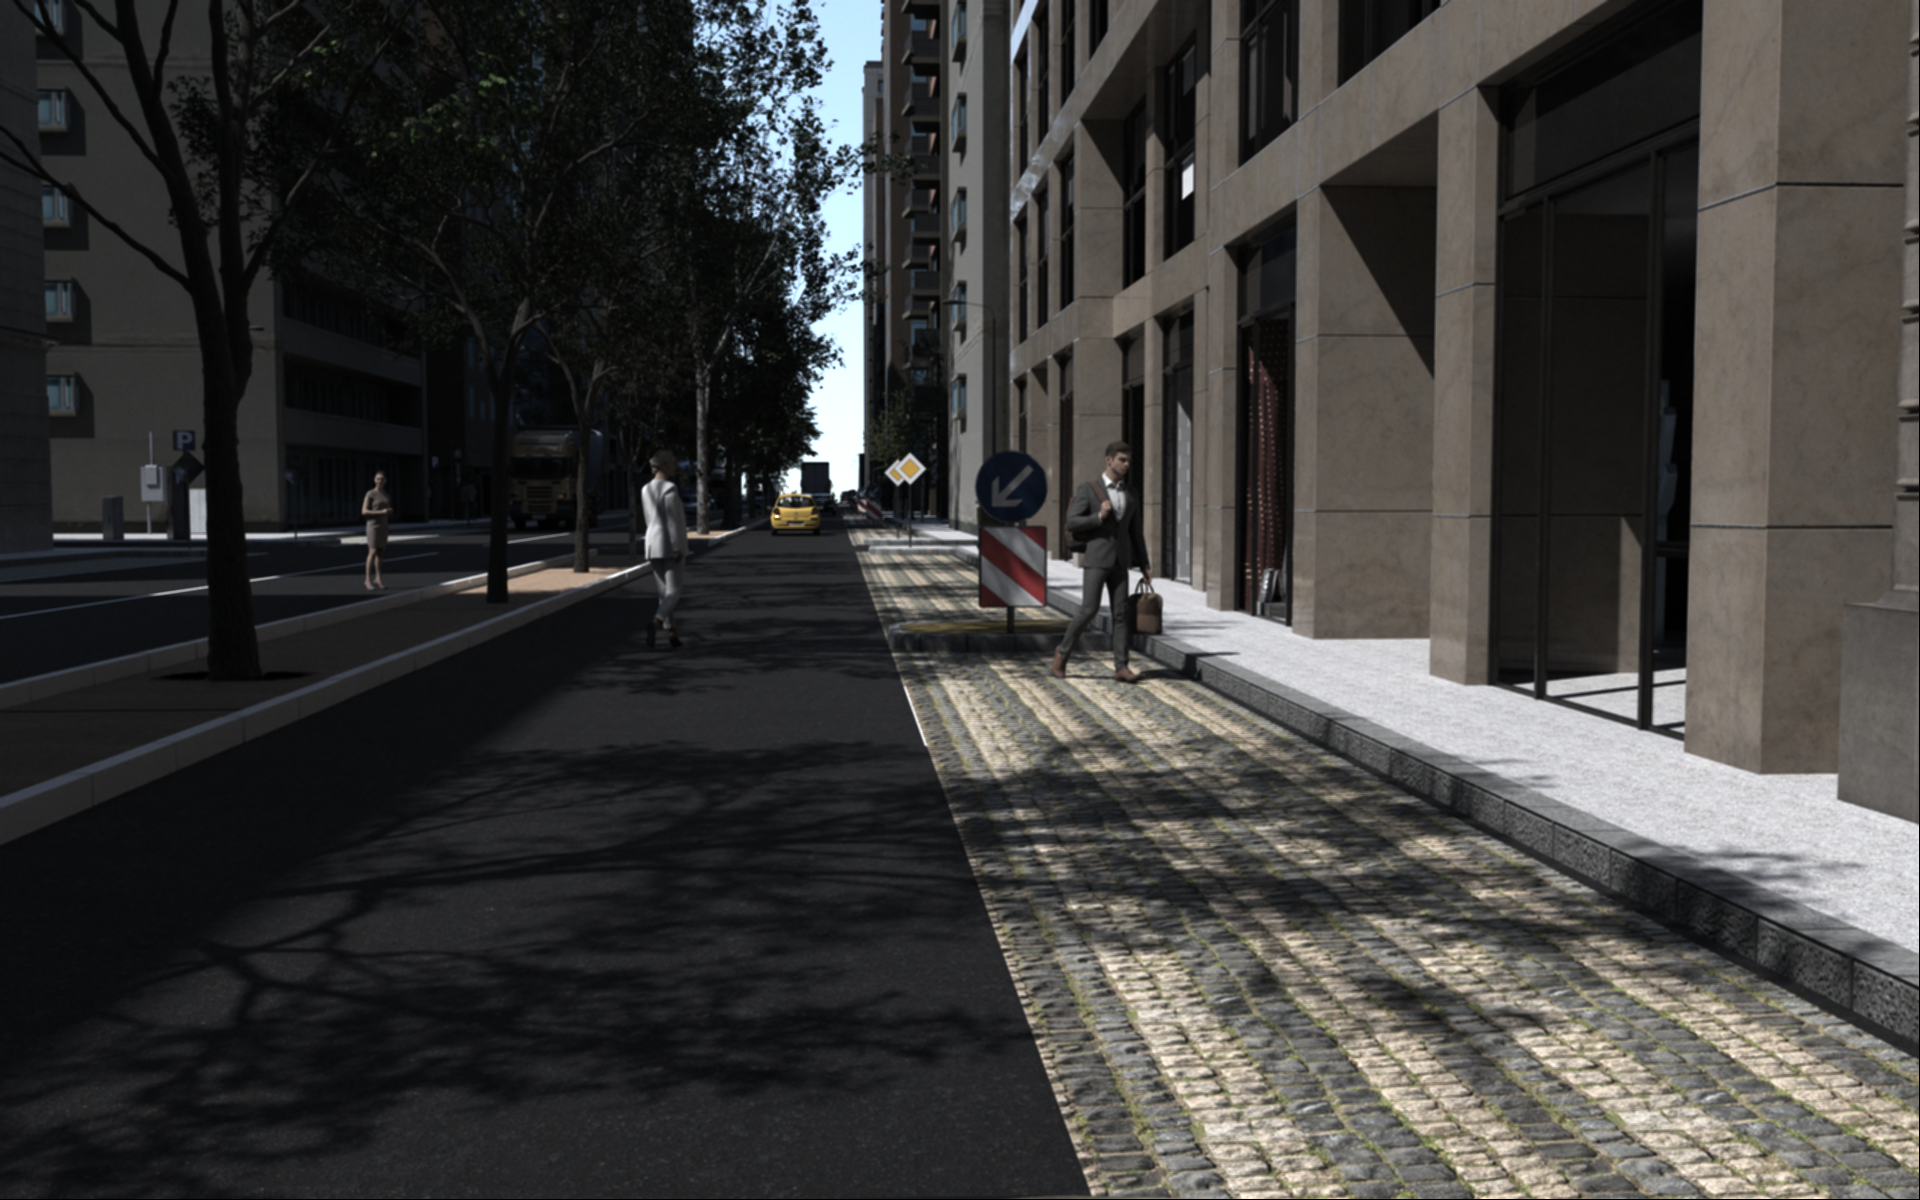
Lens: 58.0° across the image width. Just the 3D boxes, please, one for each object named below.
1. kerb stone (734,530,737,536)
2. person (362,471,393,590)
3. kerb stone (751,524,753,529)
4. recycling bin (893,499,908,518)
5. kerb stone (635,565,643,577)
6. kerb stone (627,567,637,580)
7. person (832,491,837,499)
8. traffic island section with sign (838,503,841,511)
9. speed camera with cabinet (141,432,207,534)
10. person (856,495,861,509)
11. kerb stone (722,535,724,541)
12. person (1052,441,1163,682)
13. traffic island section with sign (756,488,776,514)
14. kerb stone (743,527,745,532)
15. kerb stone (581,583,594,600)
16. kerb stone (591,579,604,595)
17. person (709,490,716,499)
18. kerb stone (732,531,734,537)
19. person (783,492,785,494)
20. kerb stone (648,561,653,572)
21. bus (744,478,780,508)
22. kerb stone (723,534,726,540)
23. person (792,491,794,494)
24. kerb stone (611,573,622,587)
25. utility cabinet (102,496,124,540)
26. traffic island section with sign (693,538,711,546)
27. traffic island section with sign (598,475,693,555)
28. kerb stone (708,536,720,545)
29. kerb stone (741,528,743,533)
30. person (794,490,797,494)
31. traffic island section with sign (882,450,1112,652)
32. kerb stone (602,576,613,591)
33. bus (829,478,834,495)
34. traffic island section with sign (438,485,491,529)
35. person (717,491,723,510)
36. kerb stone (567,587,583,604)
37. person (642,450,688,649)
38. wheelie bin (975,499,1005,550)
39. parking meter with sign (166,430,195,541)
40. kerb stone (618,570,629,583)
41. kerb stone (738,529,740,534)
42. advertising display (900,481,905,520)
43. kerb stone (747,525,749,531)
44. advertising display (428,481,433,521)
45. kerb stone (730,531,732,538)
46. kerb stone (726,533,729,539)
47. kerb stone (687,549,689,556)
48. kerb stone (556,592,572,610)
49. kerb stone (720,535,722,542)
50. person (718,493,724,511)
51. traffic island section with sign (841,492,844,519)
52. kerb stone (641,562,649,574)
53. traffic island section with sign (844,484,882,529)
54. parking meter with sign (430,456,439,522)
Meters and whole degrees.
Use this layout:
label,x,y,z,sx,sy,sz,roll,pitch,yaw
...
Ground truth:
label,x,y,z,sx,sy,sz,roll,pitch,yaw
kerb stone,-7.669,-2.195,58.084,0.120,0.150,1.000,0,4,-4
person,-8.749,-1.054,26.074,0.374,1.781,0.599,2,4,28
kerb stone,-8.490,-2.884,69.345,0.120,0.150,1.000,0,4,-4
recycling bin,-3.273,-5.050,95.118,0.722,1.027,0.722,-1,4,-13
kerb stone,-5.635,-0.470,29.920,0.120,0.150,1.000,0,4,-4
kerb stone,-5.556,-0.408,28.901,0.120,0.150,1.000,0,4,-4
person,-19.065,-15.435,260.877,0.705,1.823,1.348,3,5,44
traffic island section with sign,-9.328,-8.604,149.297,1.989,1.847,2.006,0,4,-4
speed camera with cabinet,-25.106,-3.744,55.556,2.038,3.252,0.660,0,4,-5
person,-8.950,-8.845,153.667,0.990,1.755,0.434,-2,4,-28
kerb stone,-7.233,-1.815,51.930,0.120,0.150,1.000,0,4,-4
person,1.115,-0.290,13.199,0.622,1.834,0.822,-3,4,-37
traffic island section with sign,-13.509,-7.066,123.672,2.006,1.907,1.989,0,4,-4
kerb stone,-8.042,-2.505,63.203,0.120,0.150,1.000,0,4,-4
kerb stone,-5.191,-0.091,23.785,0.120,0.150,1.000,0,4,-4
kerb stone,-5.266,-0.160,24.810,0.120,0.150,1.000,0,4,-4
person,-24.823,-10.071,172.797,0.705,1.869,1.348,2,4,26
kerb stone,-7.606,-2.132,57.060,0.120,0.150,1.000,0,4,-4
person,-19.919,-11.427,196.256,0.530,1.710,0.541,1,4,12
kerb stone,-5.783,-0.595,31.961,0.120,0.150,1.000,0,4,-4
bus,-20.234,-11.206,178.079,2.948,3.499,13.247,0,4,-2
kerb stone,-7.313,-1.881,52.951,0.120,0.150,1.000,0,4,-4
person,-19.358,-11.640,199.531,0.721,1.743,1.217,3,5,39
kerb stone,-5.407,-0.285,26.849,0.120,0.150,1.000,0,4,-4
utility cabinet,-23.716,-2.282,48.472,0.306,1.237,1.020,-3,5,-41
traffic island section with sign,-8.062,-2.483,48.730,2.006,1.907,1.989,0,4,-4
traffic island section with sign,-7.536,-2.031,41.342,2.006,1.907,1.989,0,4,-4
kerb stone,-7.086,-1.693,49.889,0.120,0.150,1.000,0,4,-4
kerb stone,-7.977,-2.440,62.183,0.120,0.150,1.000,0,4,-4
person,-17.408,-10.770,184.456,0.599,1.838,0.709,0,4,-1
traffic island section with sign,0.310,-0.483,16.520,1.989,1.847,2.006,0,4,-4
kerb stone,-5.341,-0.221,25.829,0.120,0.150,1.000,0,4,-4
bus,-19.273,-15.352,242.549,2.896,3.916,12.252,0,4,-3
traffic island section with sign,-20.201,-3.815,71.002,1.989,1.847,2.006,0,4,-4
person,-21.215,-8.801,153.313,0.541,1.710,0.530,-1,4,-21
kerb stone,-5.119,-0.031,22.765,0.120,0.150,1.000,0,4,-4
person,-2.759,-0.466,15.996,0.514,1.842,0.818,1,4,23
wheelie bin,0.709,-1.886,38.750,0.693,1.594,0.980,0,4,-7
parking meter with sign,-21.771,-3.179,48.237,0.543,3.016,1.738,-3,4,-37
kerb stone,-5.491,-0.347,27.872,0.120,0.150,1.000,0,4,-4
kerb stone,-7.823,-2.316,60.135,0.120,0.150,1.000,0,4,-4
advertising display,-2.866,-4.958,86.283,0.123,1.923,0.974,0,4,-7
kerb stone,-8.274,-2.693,66.271,0.120,0.150,1.000,0,4,-4
advertising display,-25.976,-4.804,83.758,0.974,1.923,0.123,1,4,12
kerb stone,-7.533,-2.069,56.030,0.120,0.150,1.000,0,4,-4
kerb stone,-7.376,-1.944,53.979,0.120,0.150,1.000,0,4,-4
kerb stone,-6.380,-1.094,40.144,0.120,0.150,1.000,0,4,-4
kerb stone,-5.042,0.031,21.736,0.120,0.150,1.000,0,4,-4
kerb stone,-7.165,-1.756,50.908,0.120,0.150,1.000,0,4,-4
person,-19.065,-8.100,141.020,1.350,1.814,0.705,0,4,7
traffic island section with sign,-5.661,-5.516,98.821,1.989,1.847,2.006,0,4,-4
kerb stone,-5.709,-0.535,30.940,0.120,0.150,1.000,0,4,-4
traffic island section with sign,-3.707,-3.872,71.936,1.989,1.847,2.006,0,4,-4
parking meter with sign,-25.069,-5.142,80.336,1.738,3.016,0.543,1,4,18
